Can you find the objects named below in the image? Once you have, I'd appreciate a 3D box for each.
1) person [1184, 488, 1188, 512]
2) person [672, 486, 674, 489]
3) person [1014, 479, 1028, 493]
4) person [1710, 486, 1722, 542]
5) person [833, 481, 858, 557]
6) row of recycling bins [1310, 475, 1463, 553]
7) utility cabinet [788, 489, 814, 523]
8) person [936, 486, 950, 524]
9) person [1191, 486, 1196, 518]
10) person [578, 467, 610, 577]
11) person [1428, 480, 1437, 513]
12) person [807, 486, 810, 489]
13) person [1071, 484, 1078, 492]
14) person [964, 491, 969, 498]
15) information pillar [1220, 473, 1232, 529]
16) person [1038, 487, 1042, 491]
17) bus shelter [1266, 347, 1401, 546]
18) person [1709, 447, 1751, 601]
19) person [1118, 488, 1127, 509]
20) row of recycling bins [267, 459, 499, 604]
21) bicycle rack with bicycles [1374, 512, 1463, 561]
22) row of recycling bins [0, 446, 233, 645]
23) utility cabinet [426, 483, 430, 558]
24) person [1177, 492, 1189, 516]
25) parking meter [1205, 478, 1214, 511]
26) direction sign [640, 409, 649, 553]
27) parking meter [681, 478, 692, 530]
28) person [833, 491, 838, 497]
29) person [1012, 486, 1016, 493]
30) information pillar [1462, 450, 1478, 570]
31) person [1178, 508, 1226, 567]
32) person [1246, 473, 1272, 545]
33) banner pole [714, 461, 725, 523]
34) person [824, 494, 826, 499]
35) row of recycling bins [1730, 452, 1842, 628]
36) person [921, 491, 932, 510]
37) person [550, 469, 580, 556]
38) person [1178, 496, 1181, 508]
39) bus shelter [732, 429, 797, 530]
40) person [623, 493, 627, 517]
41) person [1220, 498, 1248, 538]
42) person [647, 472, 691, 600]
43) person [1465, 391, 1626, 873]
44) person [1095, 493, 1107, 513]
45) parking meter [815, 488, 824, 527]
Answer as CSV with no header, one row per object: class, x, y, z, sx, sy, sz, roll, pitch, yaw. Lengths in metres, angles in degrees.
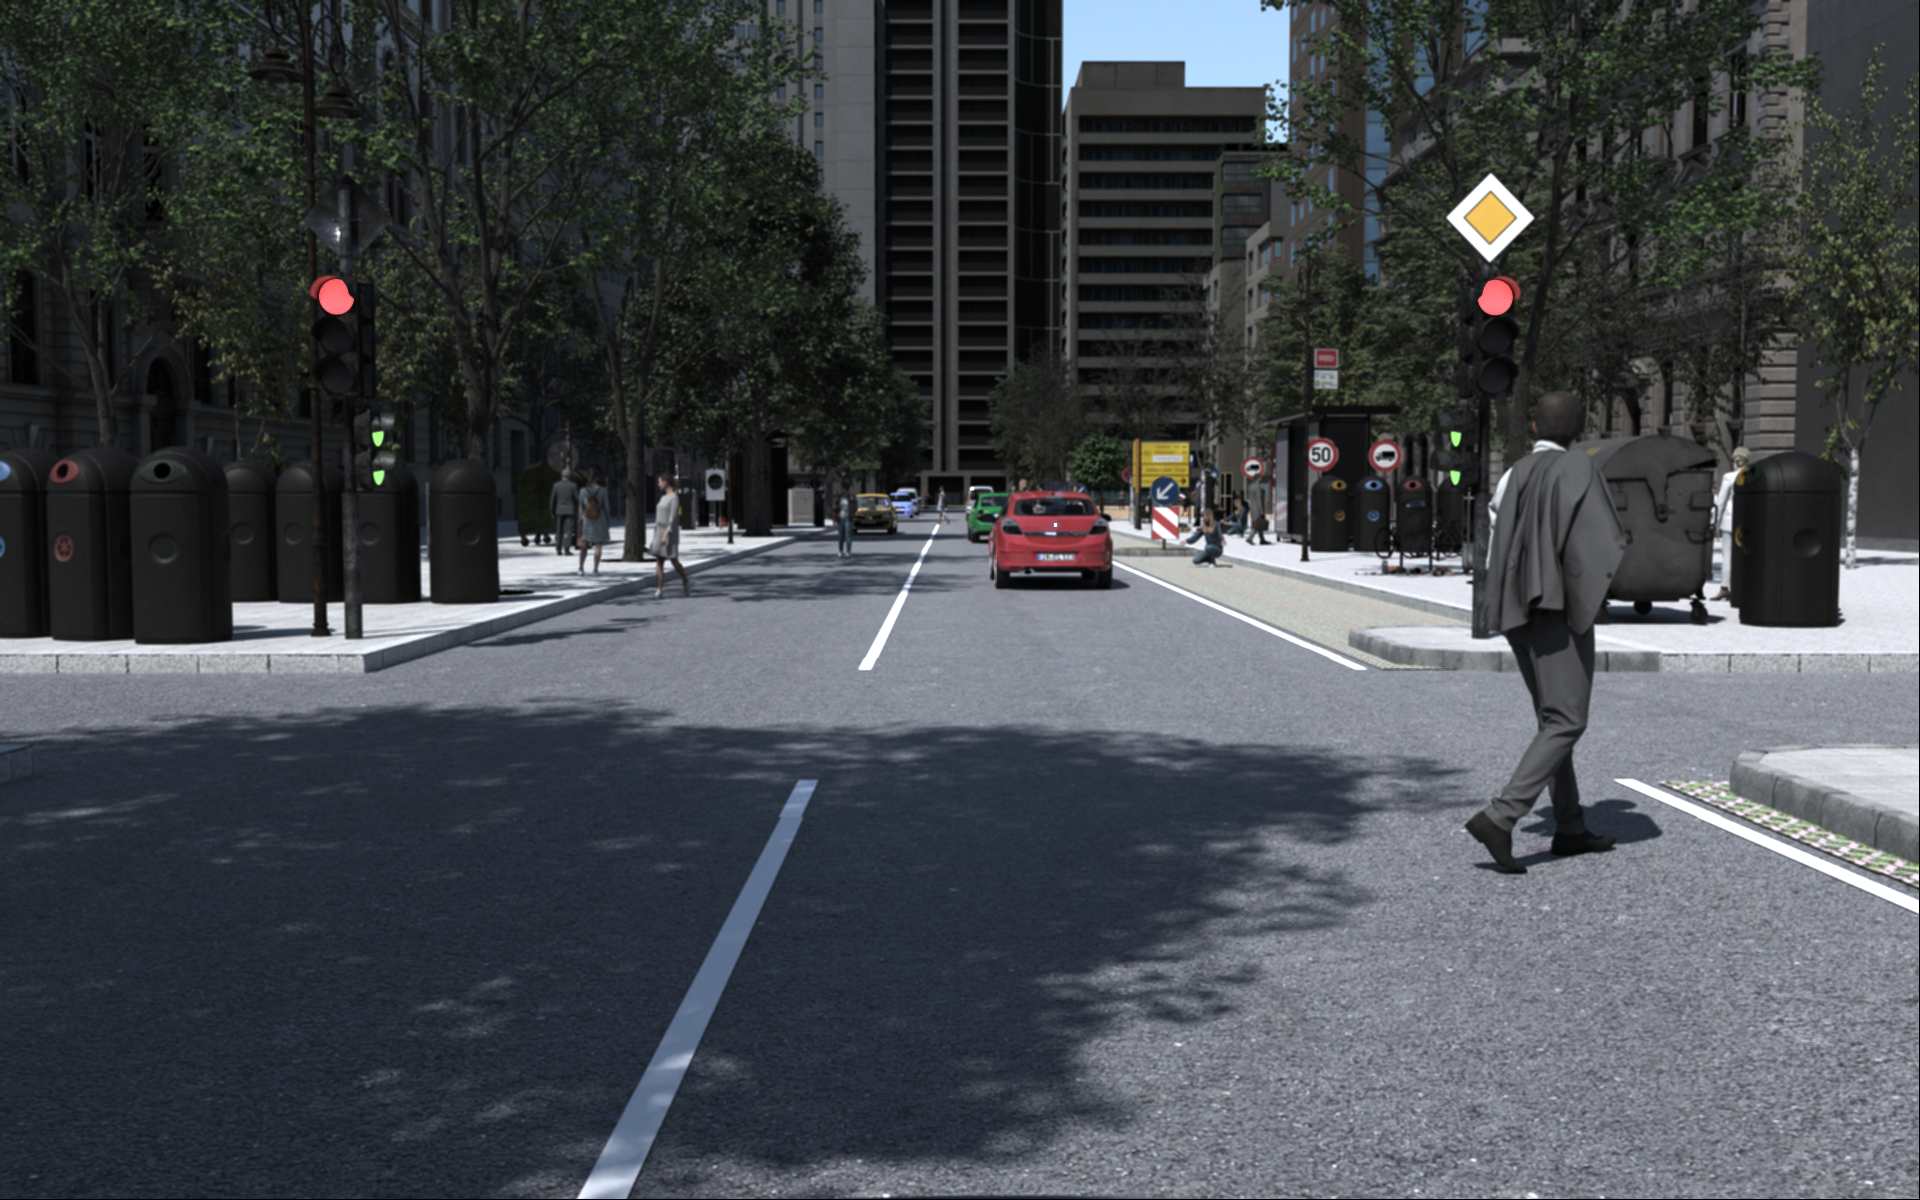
person,16.449,-7.263,125.504,0.721,1.735,1.217,1,4,13
person,-12.004,-3.934,72.171,0.330,1.601,0.589,0,4,3
person,1.697,-2.108,43.184,0.699,1.804,1.509,-1,4,-17
person,20.344,-2.328,46.708,0.503,1.515,0.523,0,4,-5
person,-2.593,-1.833,39.307,0.563,1.720,0.643,1,4,10
row of recycling bins,9.531,-1.904,38.237,3.534,1.692,1.069,1,4,11
utility cabinet,-6.909,-4.086,75.493,1.173,1.500,0.318,-3,5,-40
person,-0.797,-4.521,82.519,0.778,1.811,0.616,2,4,32
person,12.944,-5.349,94.225,1.217,1.743,0.721,-2,4,-32
person,-5.698,-1.215,26.907,0.512,1.701,0.522,-1,4,-9
person,17.540,-3.585,64.899,0.529,1.795,0.600,-2,4,-30
person,-9.122,-5.941,103.907,1.217,1.735,0.721,-2,4,-26
person,3.372,-2.635,52.427,0.643,1.720,0.563,2,4,25
person,0.813,-8.430,147.056,1.217,1.743,0.721,1,4,21
information pillar,9.137,-3.360,59.426,0.304,2.012,0.304,-1,4,-21
person,4.172,-4.929,89.431,0.374,1.781,0.599,0,4,-5
bus shelter,9.355,-4.131,45.171,2.179,5.291,8.768,0,4,0
person,9.295,-0.894,20.538,0.514,1.842,0.818,-2,4,-30
person,13.738,-8.543,146.254,0.617,1.759,0.750,2,4,28
row of recycling bins,-7.209,-0.825,20.610,3.534,1.692,1.069,0,4,7
bicycle rack with bicycles,9.533,-1.277,34.267,2.925,0.926,2.852,-1,4,-16
row of recycling bins,-8.077,-0.515,15.539,3.534,1.692,1.069,1,4,17
utility cabinet,-10.082,-1.551,34.031,0.318,1.500,1.173,-3,5,-41
person,12.764,-5.513,99.373,0.799,1.438,0.628,-1,4,-16
parking meter,8.526,-3.271,59.197,0.255,1.863,0.399,1,4,21
direction sign,-6.949,-2.806,37.882,0.379,3.537,0.876,0,4,-6
parking meter,-9.742,-3.426,61.721,0.399,1.863,0.255,-1,4,-10
person,-12.337,-9.952,172.042,1.217,1.723,0.721,3,4,39
person,2.344,-3.718,69.967,0.731,1.740,0.598,-2,4,-34
information pillar,8.701,-1.518,29.304,0.304,2.012,0.304,0,3,0
person,4.868,-1.204,33.688,0.738,1.151,1.012,-3,5,-40
person,7.550,-2.299,43.733,0.767,1.812,0.694,-1,4,-11
banner pole,-10.604,-5.266,76.124,0.401,3.779,0.863,3,5,39
person,-12.740,-9.467,164.058,0.697,1.427,0.421,3,5,42
row of recycling bins,8.666,-0.676,18.158,1.069,1.692,3.534,1,4,22
person,-3.125,-9.210,159.796,1.217,1.743,0.721,1,4,16
person,-8.240,-1.839,36.294,0.661,1.801,0.590,0,4,2
person,20.798,-9.487,164.342,0.628,1.438,0.799,-1,4,-20
bus shelter,-7.269,-4.524,65.256,1.731,3.624,6.357,0,4,0
person,-18.937,-5.640,98.698,0.568,1.767,0.683,0,4,2
person,8.158,-2.418,51.084,0.738,1.151,1.012,-1,4,-12
person,-3.994,-0.886,23.742,0.466,1.731,0.760,1,4,22
person,2.293,0.117,6.685,0.850,1.850,0.679,-2,4,-27
person,8.455,-5.762,103.507,0.557,1.426,1.065,-2,4,-34
parking meter,-5.537,-3.666,68.345,0.372,1.533,0.369,0,3,0
